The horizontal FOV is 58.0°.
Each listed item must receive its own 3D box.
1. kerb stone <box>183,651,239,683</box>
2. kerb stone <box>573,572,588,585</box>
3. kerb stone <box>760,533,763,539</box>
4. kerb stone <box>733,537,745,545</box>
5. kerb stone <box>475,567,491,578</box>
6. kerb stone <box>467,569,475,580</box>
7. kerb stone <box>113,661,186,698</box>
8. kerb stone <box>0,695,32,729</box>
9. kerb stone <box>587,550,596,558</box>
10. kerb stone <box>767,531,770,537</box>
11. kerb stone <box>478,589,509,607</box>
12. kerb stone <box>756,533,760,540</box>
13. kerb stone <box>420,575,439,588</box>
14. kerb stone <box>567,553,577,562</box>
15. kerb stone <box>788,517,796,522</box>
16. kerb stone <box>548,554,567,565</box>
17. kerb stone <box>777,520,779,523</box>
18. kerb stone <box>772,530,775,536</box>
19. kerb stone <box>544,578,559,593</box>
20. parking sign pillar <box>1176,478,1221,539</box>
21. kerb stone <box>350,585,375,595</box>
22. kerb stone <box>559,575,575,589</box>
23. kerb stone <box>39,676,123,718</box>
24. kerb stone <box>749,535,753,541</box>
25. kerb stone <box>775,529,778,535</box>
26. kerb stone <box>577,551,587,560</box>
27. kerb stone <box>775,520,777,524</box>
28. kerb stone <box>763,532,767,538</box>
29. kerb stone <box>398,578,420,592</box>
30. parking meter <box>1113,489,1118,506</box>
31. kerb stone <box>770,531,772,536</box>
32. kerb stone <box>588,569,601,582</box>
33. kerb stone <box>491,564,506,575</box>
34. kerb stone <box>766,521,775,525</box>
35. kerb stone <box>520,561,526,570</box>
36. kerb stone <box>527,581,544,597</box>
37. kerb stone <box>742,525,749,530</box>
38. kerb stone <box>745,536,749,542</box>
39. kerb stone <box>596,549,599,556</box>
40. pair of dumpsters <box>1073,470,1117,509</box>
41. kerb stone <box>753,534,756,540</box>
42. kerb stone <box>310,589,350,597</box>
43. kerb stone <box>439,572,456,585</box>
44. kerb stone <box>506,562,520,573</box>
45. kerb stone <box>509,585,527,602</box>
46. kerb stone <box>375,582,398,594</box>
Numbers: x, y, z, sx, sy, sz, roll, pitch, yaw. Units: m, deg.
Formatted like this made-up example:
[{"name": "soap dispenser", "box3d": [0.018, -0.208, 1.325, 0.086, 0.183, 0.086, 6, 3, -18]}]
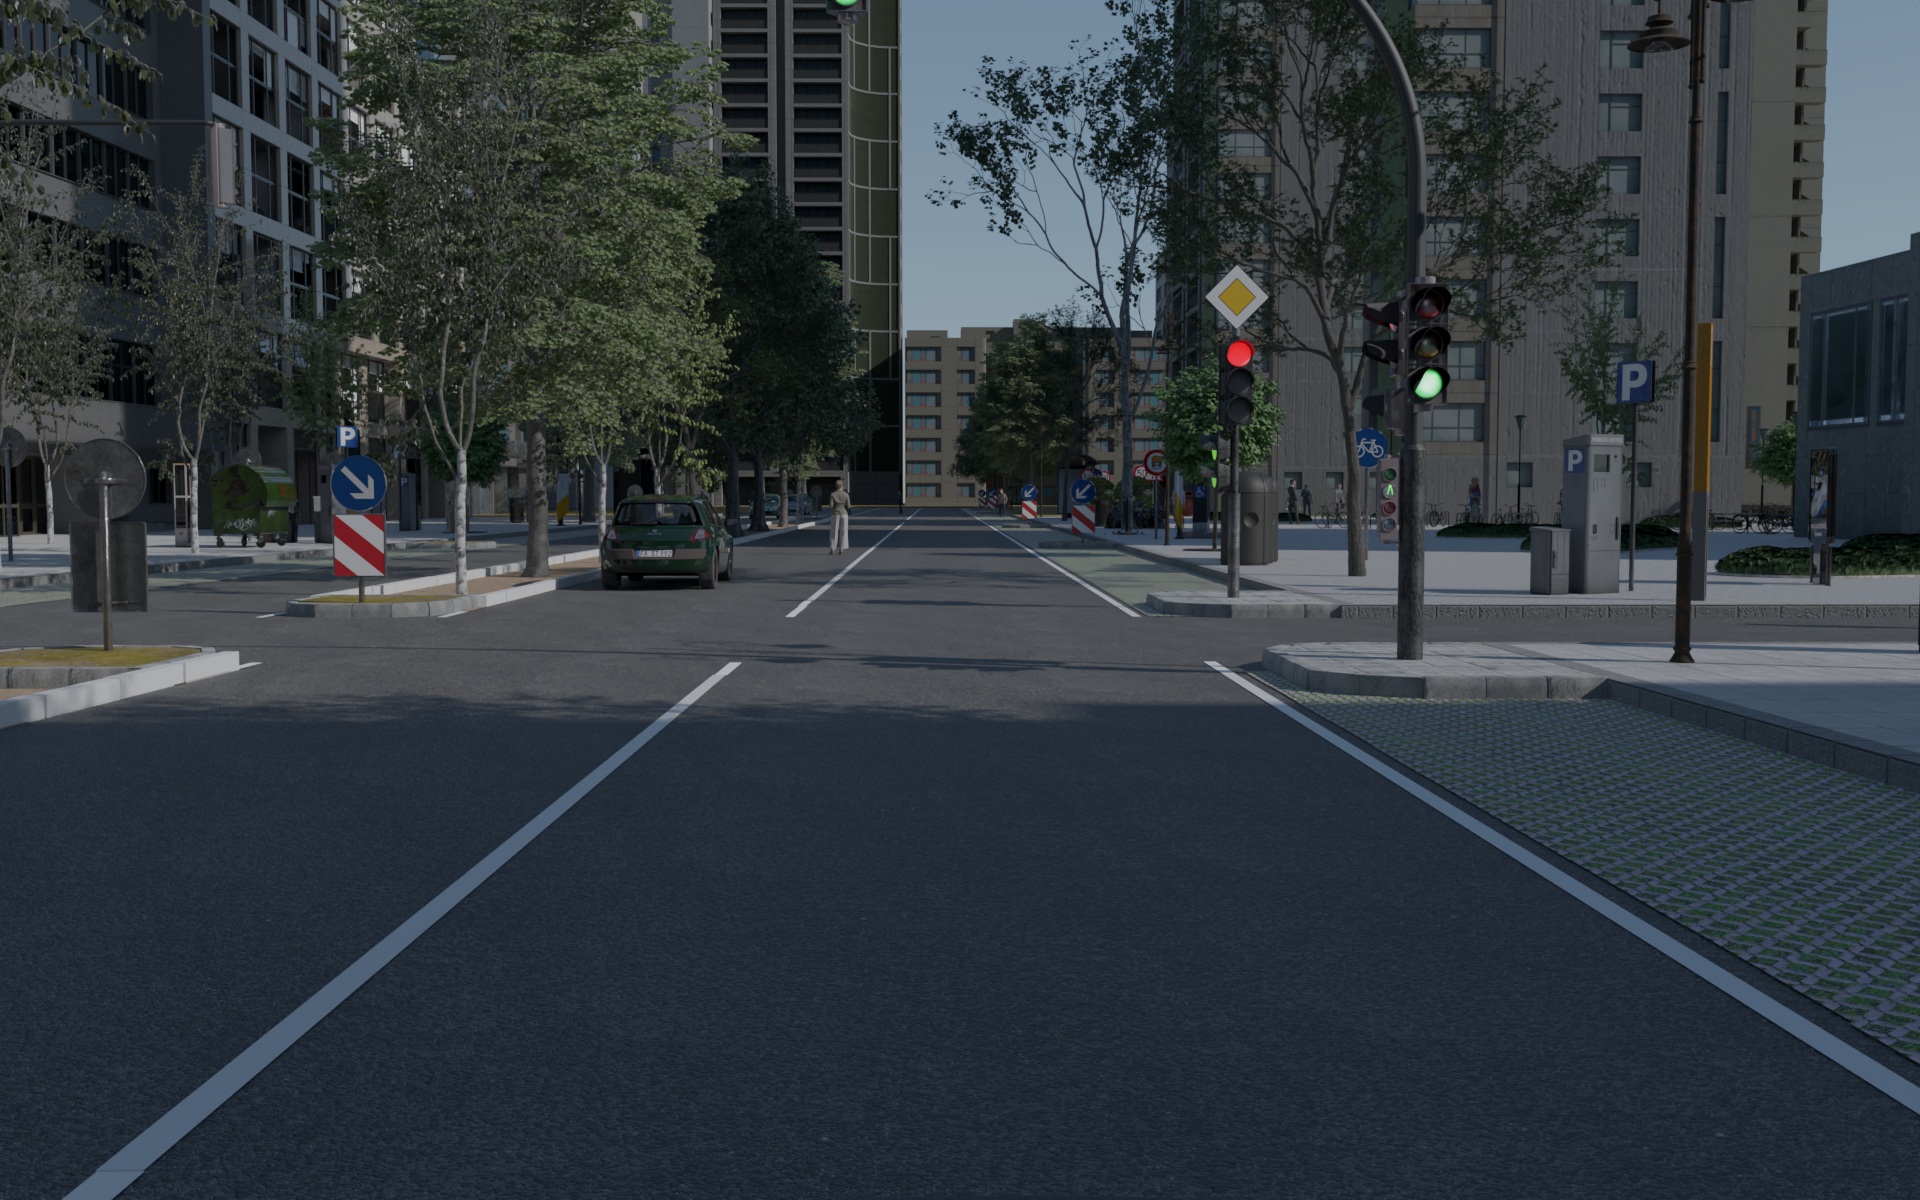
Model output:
[{"name": "kerb stone", "box3d": [-5.934, 0.524, 13.627, 0.120, 0.150, 1.000, 0, 4, -1]}, {"name": "kerb stone", "box3d": [-6.114, -0.325, 27.507, 0.120, 0.150, 1.000, 0, 4, -1]}, {"name": "kerb stone", "box3d": [-6.468, -2.020, 55.216, 0.120, 0.150, 1.000, 0, 4, -1]}, {"name": "kerb stone", "box3d": [-6.399, -1.706, 50.081, 0.120, 0.150, 1.000, 0, 4, -1]}, {"name": "kerb stone", "box3d": [-8.240, -0.444, 29.542, 0.120, 0.150, 1.000, 0, 4, -1]}, {"name": "kerb stone", "box3d": [-8.221, -0.386, 28.514, 0.120, 0.150, 1.000, 0, 4, -1]}, {"name": "kerb stone", "box3d": [-5.930, 0.587, 12.602, 0.120, 0.150, 1.000, 0, 4, -1]}, {"name": "kerb stone", "box3d": [-5.900, 0.712, 10.558, 0.120, 0.150, 1.000, 0, 4, -1]}, {"name": "kerb stone", "box3d": [-8.359, -1.014, 38.780, 0.120, 0.150, 1.000, 0, 4, -1]}, {"name": "kerb stone", "box3d": [-6.485, -2.145, 57.272, 0.120, 0.150, 1.000, 0, 4, -1]}, {"name": "kerb stone", "box3d": [-6.052, -0.012, 22.393, 0.120, 0.150, 1.000, 0, 4, -1]}, {"name": "kerb stone", "box3d": [-6.452, -1.957, 54.194, 0.120, 0.150, 1.000, 0, 4, -1]}, {"name": "kerb stone", "box3d": [-8.205, -0.261, 26.470, 0.120, 0.150, 1.000, 0, 4, -1]}, {"name": "kerb stone", "box3d": [-8.333, -0.889, 36.732, 0.120, 0.150, 1.000, 0, 4, -1]}, {"name": "kerb stone", "box3d": [-9.036, -4.340, 93.197, 0.120, 0.150, 1.000, 0, 4, -1]}, {"name": "kerb stone", "box3d": [-8.317, -0.827, 35.709, 0.120, 0.150, 1.000, 0, 4, -1]}, {"name": "kerb stone", "box3d": [-8.909, -3.714, 82.924, 0.120, 0.150, 1.000, 0, 4, -1]}, {"name": "kerb stone", "box3d": [-6.514, -2.270, 59.318, 0.120, 0.150, 1.000, 0, 4, -1]}, {"name": "kerb stone", "box3d": [-6.100, -0.200, 25.459, 0.120, 0.150, 1.000, 0, 4, -1]}, {"name": "parking sign pillar", "box3d": [7.040, -3.791, 50.458, 1.447, 3.967, 1.447, 1, 4, 12]}, {"name": "kerb stone", "box3d": [-8.163, -0.073, 23.390, 0.120, 0.150, 1.000, 0, 4, -1]}, {"name": "kerb stone", "box3d": [-6.096, -0.260, 26.482, 0.120, 0.150, 1.000, 0, 4, -1]}, {"name": "kerb stone", "box3d": [-5.910, 0.652, 11.580, 0.120, 0.150, 1.000, 0, 4, -1]}, {"name": "kerb stone", "box3d": [-6.421, -1.831, 52.129, 0.120, 0.150, 1.000, 0, 4, -1]}, {"name": "kerb stone", "box3d": [-6.527, -2.333, 60.341, 0.120, 0.150, 1.000, 0, 4, -1]}, {"name": "kerb stone", "box3d": [-8.343, -0.952, 37.755, 0.120, 0.150, 1.000, 0, 4, -1]}, {"name": "kerb stone", "box3d": [-8.893, -3.652, 81.898, 0.120, 0.150, 1.000, 0, 4, -1]}, {"name": "kerb stone", "box3d": [-6.475, -2.082, 56.243, 0.120, 0.150, 1.000, 0, 4, -1]}, {"name": "kerb stone", "box3d": [-8.189, -0.199, 25.448, 0.120, 0.150, 1.000, 0, 4, -1]}, {"name": "parking meter", "box3d": [6.864, -4.216, 77.339, 0.372, 1.533, 0.369, 0, 3, 0]}, {"name": "kerb stone", "box3d": [-6.508, -2.208, 58.295, 0.120, 0.150, 1.000, 0, 4, -1]}, {"name": "kerb stone", "box3d": [-6.122, -0.383, 28.544, 0.120, 0.150, 1.000, 0, 4, -1]}, {"name": "kerb stone", "box3d": [-8.252, -0.511, 30.573, 0.120, 0.150, 1.000, 0, 4, -1]}, {"name": "kerb stone", "box3d": [-8.876, -3.589, 80.876, 0.120, 0.150, 1.000, 0, 4, -1]}, {"name": "kerb stone", "box3d": [-8.280, -0.638, 32.622, 0.120, 0.150, 1.000, 0, 4, -1]}, {"name": "kerb stone", "box3d": [-6.078, -0.132, 24.438, 0.120, 0.150, 1.000, 0, 4, -1]}, {"name": "kerb stone", "box3d": [-8.757, -2.961, 70.615, 0.120, 0.150, 1.000, 0, 4, -1]}, {"name": "kerb stone", "box3d": [-6.415, -1.768, 51.103, 0.120, 0.150, 1.000, 0, 4, -1]}, {"name": "kerb stone", "box3d": [-8.367, -1.077, 39.803, 0.120, 0.150, 1.000, 0, 4, -1]}, {"name": "pair of dumpsters", "box3d": [5.696, -4.341, 73.465, 1.574, 2.255, 4.437, 0, 4, -1]}, {"name": "kerb stone", "box3d": [-6.440, -1.894, 53.165, 0.120, 0.150, 1.000, 0, 4, -1]}, {"name": "kerb stone", "box3d": [-8.149, -0.011, 22.368, 0.120, 0.150, 1.000, 0, 4, -1]}, {"name": "kerb stone", "box3d": [-8.215, -0.317, 27.492, 0.120, 0.150, 1.000, 0, 4, -1]}, {"name": "kerb stone", "box3d": [-8.265, -0.570, 31.600, 0.120, 0.150, 1.000, 0, 4, -1]}, {"name": "kerb stone", "box3d": [-6.062, -0.075, 23.415, 0.120, 0.150, 1.000, 0, 4, -1]}, {"name": "kerb stone", "box3d": [-8.172, -0.136, 24.423, 0.120, 0.150, 1.000, 0, 4, -1]}]
